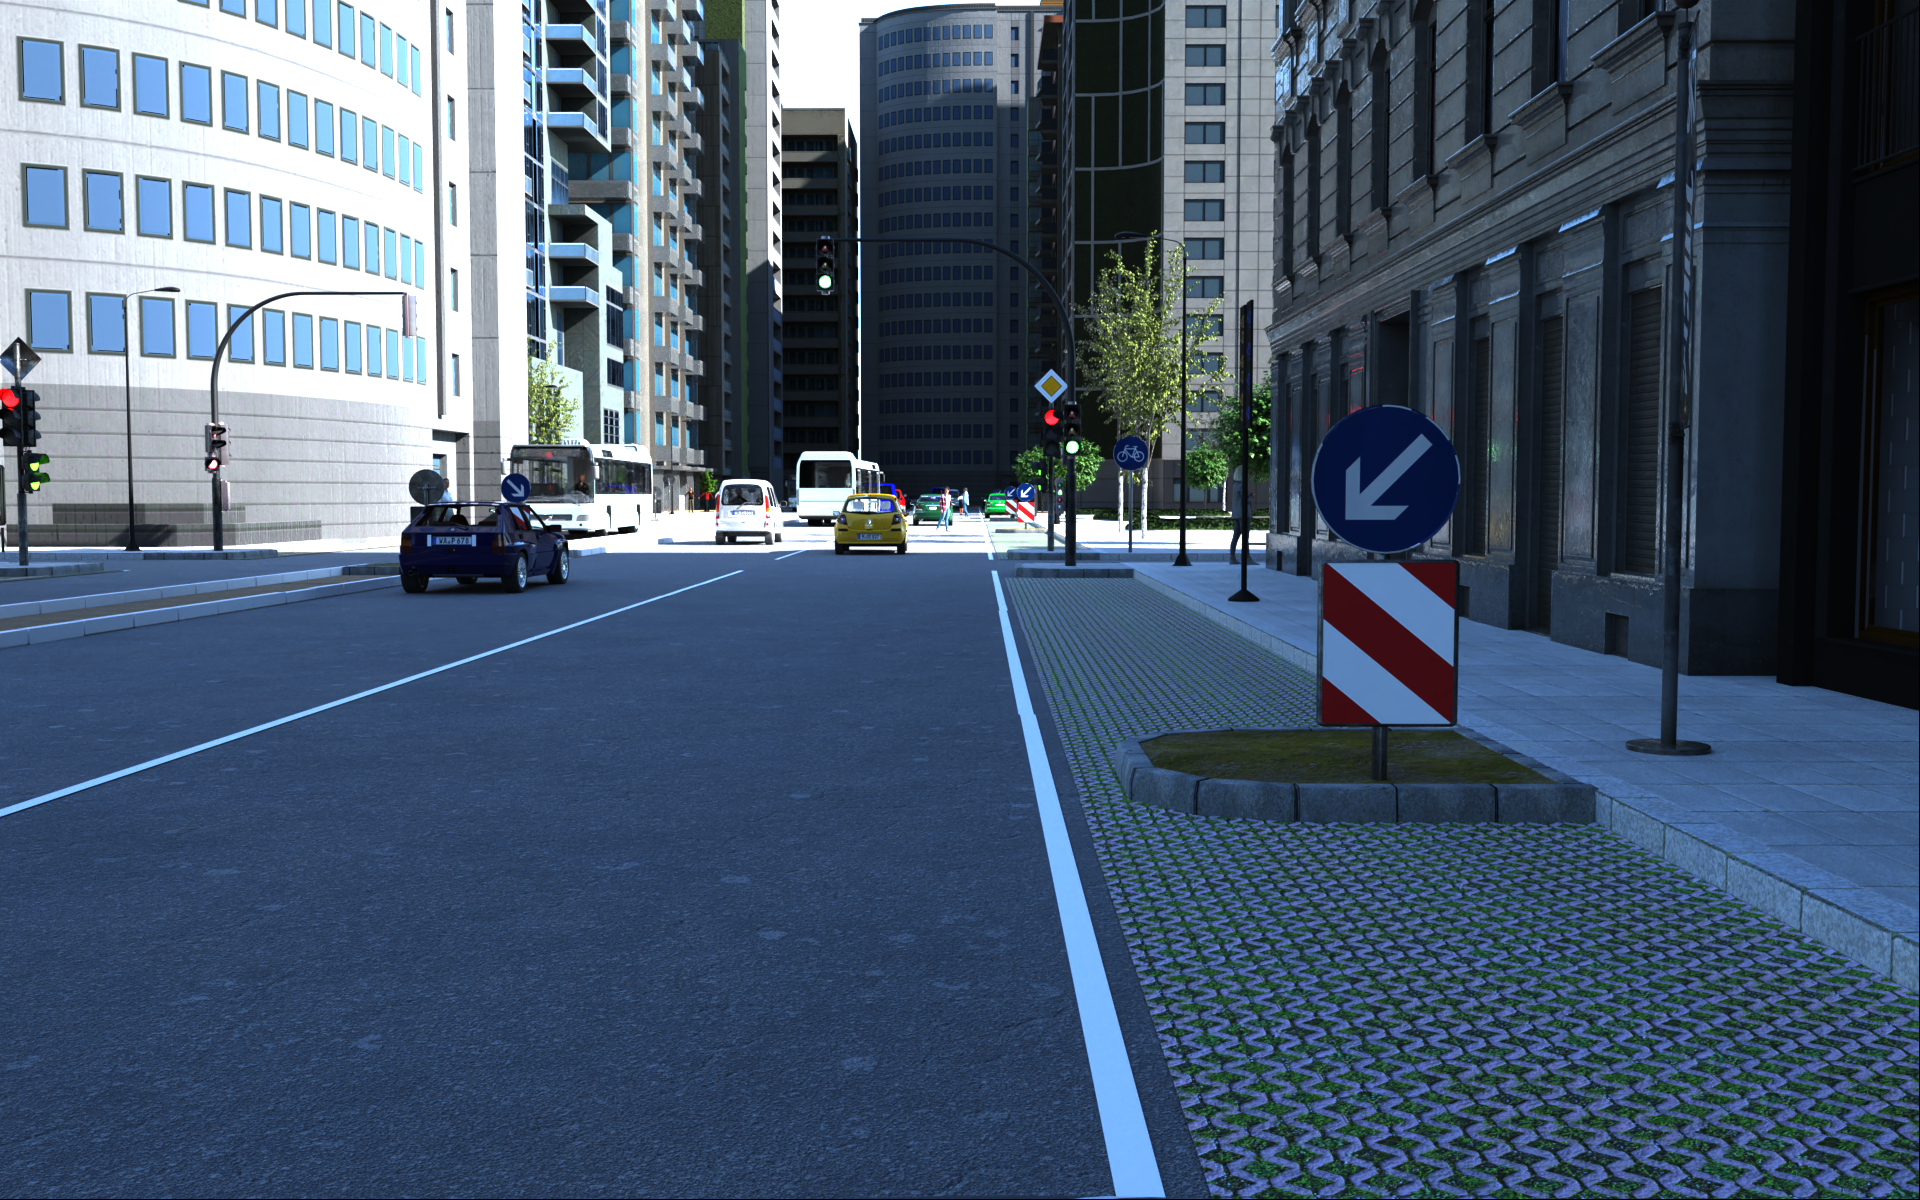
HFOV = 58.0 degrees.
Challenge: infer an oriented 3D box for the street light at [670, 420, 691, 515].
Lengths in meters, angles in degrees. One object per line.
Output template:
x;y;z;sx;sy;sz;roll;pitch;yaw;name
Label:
-17.535;-8.324;108.640;1.470;5.913;1.316;0;4;1;street light

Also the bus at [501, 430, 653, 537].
-12.785;-3.931;59.129;2.948;3.499;13.247;0;4;-1;bus

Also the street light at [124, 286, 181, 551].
-18.137;-4.059;38.902;1.470;5.913;1.316;0;4;1;street light

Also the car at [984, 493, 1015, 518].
2.377;-5.743;102.702;1.959;1.807;4.718;0;4;2;car

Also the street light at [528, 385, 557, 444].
-17.797;-6.187;73.702;1.470;5.913;1.316;0;4;1;street light

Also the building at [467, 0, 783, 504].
-32.767;-38.870;177.525;28.212;58.520;21.231;0;4;1;building

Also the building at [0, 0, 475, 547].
-27.480;-31.206;52.218;21.231;58.520;28.212;0;4;1;building

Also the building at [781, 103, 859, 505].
-23.434;-35.760;208.372;21.600;48.544;21.300;0;4;1;building

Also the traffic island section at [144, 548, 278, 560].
-16.776;-1.031;39.133;2.009;0.180;2.903;0;4;1;traffic island section

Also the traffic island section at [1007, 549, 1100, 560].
2.065;-1.020;38.955;2.009;0.180;2.903;0;4;1;traffic island section

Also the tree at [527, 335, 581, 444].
-18.989;-7.790;77.726;4.737;8.622;4.395;0;3;0;tree

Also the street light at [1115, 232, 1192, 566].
3.441;-3.565;30.830;1.470;5.913;1.316;0;4;1;street light

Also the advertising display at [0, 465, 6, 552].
-21.471;-2.015;38.163;0.974;1.923;0.123;1;4;14;advertising display

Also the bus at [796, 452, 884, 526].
-5.531;-5.301;81.532;2.948;3.499;13.247;0;4;2;bus

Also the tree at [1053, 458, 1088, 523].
4.946;-5.128;78.442;1.663;3.219;1.824;0;3;0;tree

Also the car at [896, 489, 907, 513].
-4.931;-6.998;123.097;2.281;1.827;5.304;0;4;-1;car

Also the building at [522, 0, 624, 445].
-31.006;-47.802;94.230;22.319;86.520;31.000;0;4;1;building

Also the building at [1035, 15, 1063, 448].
18.179;-30.841;158.875;22.147;44.769;28.867;0;4;1;building

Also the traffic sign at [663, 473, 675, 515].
-17.847;-6.489;106.193;0.768;2.556;0.104;0;4;6;traffic sign

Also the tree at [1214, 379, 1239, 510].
16.798;-9.815;110.834;4.360;8.622;3.978;0;3;0;tree

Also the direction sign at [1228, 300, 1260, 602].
3.408;-1.755;20.691;0.379;3.537;0.876;0;4;1;direction sign

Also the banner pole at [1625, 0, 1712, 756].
3.482;-1.121;8.352;0.401;3.779;0.863;1;4;18;banner pole

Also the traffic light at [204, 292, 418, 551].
-14.643;-3.936;39.014;4.771;5.953;1.251;0;4;1;traffic light

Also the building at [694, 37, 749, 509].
-26.428;-28.603;151.249;14.154;41.232;14.086;0;4;1;building

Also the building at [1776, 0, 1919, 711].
11.628;-10.608;3.119;12.332;23.373;15.834;0;4;1;building

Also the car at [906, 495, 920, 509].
-4.200;-9.269;164.121;1.945;1.354;3.894;0;4;1;car

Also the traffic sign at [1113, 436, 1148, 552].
3.745;-2.318;38.010;0.768;2.556;0.104;1;4;10;traffic sign

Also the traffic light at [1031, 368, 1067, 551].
2.025;-3.053;38.841;0.839;4.253;0.868;0;4;1;traffic light

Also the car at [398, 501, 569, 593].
-7.173;-0.848;26.439;1.945;1.354;3.894;0;4;1;car

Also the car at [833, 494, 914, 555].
-2.148;-1.973;42.483;2.015;1.641;3.980;0;4;-1;car

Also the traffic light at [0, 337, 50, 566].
-16.809;-2.574;31.013;0.839;4.253;0.868;0;4;1;traffic light

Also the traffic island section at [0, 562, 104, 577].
-16.849;-0.542;31.148;2.009;0.180;2.903;0;4;1;traffic island section

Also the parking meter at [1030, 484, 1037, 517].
4.155;-5.657;98.195;0.255;1.863;0.399;-3;4;-39;parking meter

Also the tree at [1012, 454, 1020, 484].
5.065;-8.080;115.820;4.285;4.588;4.351;0;3;0;tree

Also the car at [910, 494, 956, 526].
-1.252;-4.167;79.931;2.131;1.459;4.920;0;4;-1;car

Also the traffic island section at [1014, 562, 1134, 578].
1.991;-0.531;30.970;2.009;0.180;2.903;0;4;1;traffic island section

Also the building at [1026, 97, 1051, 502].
13.941;-30.458;181.580;14.154;41.232;14.086;0;4;1;building

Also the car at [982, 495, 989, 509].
3.000;-9.128;161.820;1.945;1.354;3.894;0;4;2;car

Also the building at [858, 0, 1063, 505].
2.306;-40.718;207.744;28.212;58.520;21.231;0;4;1;building

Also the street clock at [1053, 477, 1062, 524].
4.120;-4.218;73.530;0.471;2.002;0.358;-2;4;-32;street clock

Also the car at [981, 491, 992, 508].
3.125;-10.146;174.674;1.959;1.807;4.718;0;4;-1;car

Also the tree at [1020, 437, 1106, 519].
5.864;-6.465;89.410;4.285;4.588;4.351;0;3;0;tree

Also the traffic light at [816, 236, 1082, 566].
-0.141;-3.429;30.735;4.771;5.953;1.251;0;4;1;traffic light

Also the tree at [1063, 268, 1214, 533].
5.544;-6.523;57.008;4.360;8.622;3.978;0;3;0;tree

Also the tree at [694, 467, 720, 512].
-18.005;-7.884;123.504;1.663;3.219;1.824;0;3;0;tree

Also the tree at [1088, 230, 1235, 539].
5.460;-6.062;49.473;4.737;8.622;4.395;0;3;0;tree

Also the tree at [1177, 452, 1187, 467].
14.913;-7.480;106.018;4.285;4.588;4.351;0;3;0;tree

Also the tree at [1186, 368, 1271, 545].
8.018;-3.684;43.951;4.285;4.588;4.351;0;3;0;tree

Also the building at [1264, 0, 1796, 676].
9.899;-10.476;20.439;9.793;20.994;18.267;0;4;1;building

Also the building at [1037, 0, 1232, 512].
16.365;-42.463;132.525;20.563;71.187;20.611;0;4;1;building

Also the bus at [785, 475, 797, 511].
-12.530;-9.215;145.530;2.948;3.499;13.247;0;4;1;bus
